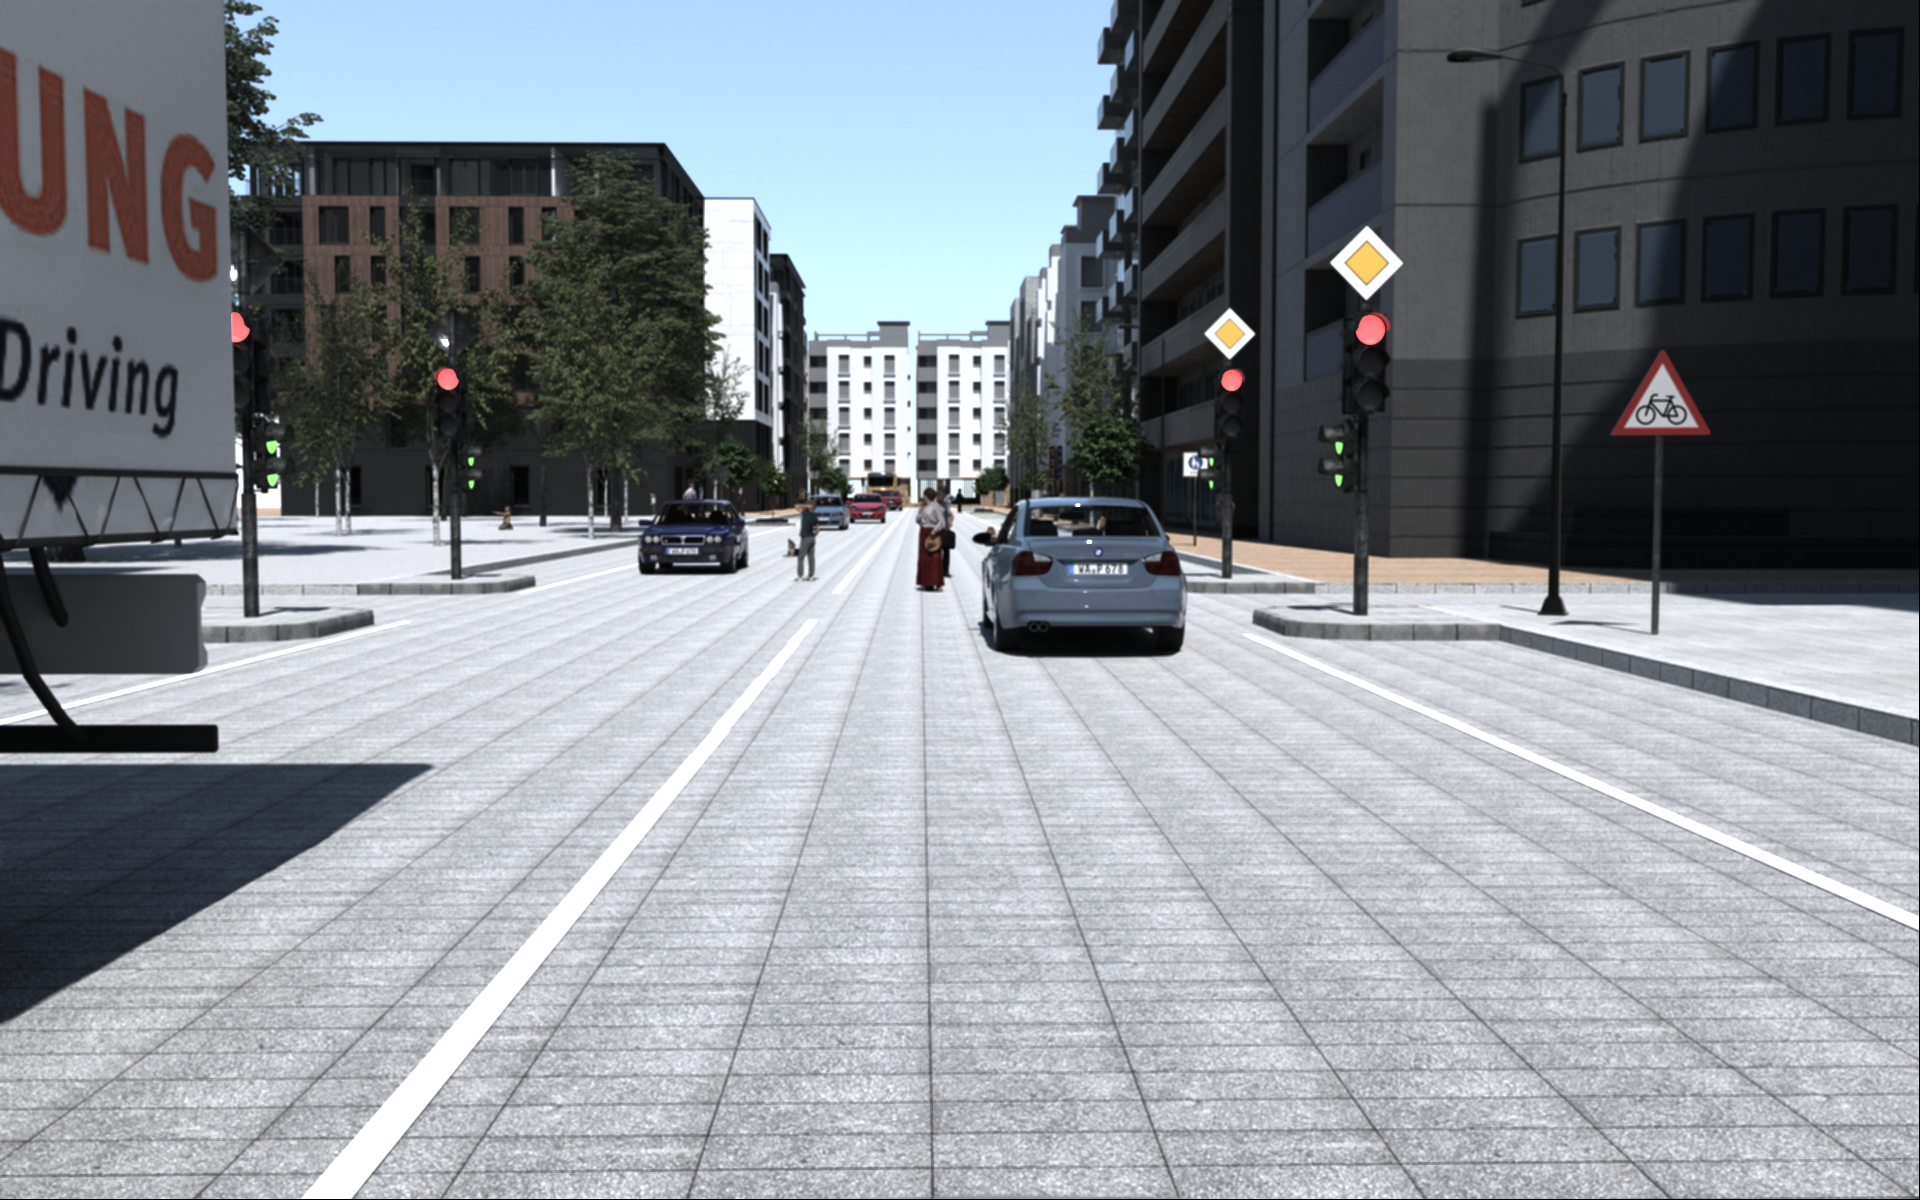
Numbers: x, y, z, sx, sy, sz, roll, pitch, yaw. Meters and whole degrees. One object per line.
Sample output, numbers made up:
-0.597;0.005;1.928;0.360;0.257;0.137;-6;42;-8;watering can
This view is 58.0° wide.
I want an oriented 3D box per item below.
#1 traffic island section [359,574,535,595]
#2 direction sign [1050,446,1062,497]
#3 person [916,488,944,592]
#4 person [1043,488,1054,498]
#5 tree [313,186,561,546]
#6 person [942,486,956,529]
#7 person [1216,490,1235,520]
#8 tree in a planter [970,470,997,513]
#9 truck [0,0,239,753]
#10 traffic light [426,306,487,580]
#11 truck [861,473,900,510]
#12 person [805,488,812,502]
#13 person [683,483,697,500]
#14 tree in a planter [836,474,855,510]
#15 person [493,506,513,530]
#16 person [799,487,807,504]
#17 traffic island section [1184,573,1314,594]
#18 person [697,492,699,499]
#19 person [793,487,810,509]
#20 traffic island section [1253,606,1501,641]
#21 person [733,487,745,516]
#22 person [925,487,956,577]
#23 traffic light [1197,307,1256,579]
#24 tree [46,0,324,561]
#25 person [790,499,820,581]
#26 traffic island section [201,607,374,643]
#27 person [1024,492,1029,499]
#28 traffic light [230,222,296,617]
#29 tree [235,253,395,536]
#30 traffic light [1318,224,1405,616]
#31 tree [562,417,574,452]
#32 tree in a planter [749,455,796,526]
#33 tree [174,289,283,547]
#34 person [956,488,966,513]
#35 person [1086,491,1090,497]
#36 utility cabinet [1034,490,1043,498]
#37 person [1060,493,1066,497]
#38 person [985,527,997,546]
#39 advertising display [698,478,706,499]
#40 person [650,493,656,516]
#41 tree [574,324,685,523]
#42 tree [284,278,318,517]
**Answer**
-7.599;-0.232;26.070;2.009;0.180;2.903;0;4;-1;traffic island section
4.524;-5.486;81.696;0.379;3.537;0.876;-3;4;-38;direction sign
-0.427;-0.889;25.511;0.387;1.526;0.523;-3;5;-41;person
5.352;-6.176;107.756;1.217;1.736;0.721;0;4;6;person
-12.671;-5.636;42.505;4.737;8.622;4.395;0;3;0;tree
-0.583;-3.266;62.617;0.841;1.734;0.376;1;4;13;person
7.320;-2.345;47.619;0.726;1.435;0.776;1;4;18;person
1.726;-8.001;128.032;1.991;3.239;1.994;0;4;-1;tree in a planter
-3.692;-0.713;0.569;2.839;4.237;11.283;0;4;-1;truck
-7.559;-2.264;25.936;0.839;4.253;0.868;0;4;-1;traffic light
-7.068;-9.896;157.722;3.469;3.379;9.791;0;4;0;truck
-14.077;-9.302;158.115;1.348;1.826;0.705;0;4;-2;person
-10.260;-3.633;66.385;0.436;1.711;0.756;-3;5;-41;person
-10.258;-9.652;155.037;1.991;3.239;1.994;0;4;-1;tree in a planter
-16.355;-2.940;62.042;0.347;0.859;0.695;3;5;44;person
-12.476;-8.046;137.455;0.709;1.838;0.599;-1;4;-12;person
4.079;-0.248;26.334;2.009;0.180;2.903;0;4;-1;traffic island section
-14.234;-5.434;95.591;0.576;1.737;0.504;1;4;11;person
-12.346;-7.905;135.390;1.348;1.812;0.705;0;4;4;person
4.264;0.240;18.351;2.009;0.180;2.903;0;4;-1;traffic island section
-12.856;-5.738;100.658;0.445;1.727;0.742;3;5;43;person
-0.345;-1.173;29.895;0.614;1.554;0.590;-2;4;-34;person
4.039;-2.281;26.219;0.839;4.253;0.868;0;4;-1;traffic light
-17.173;-7.712;32.745;9.857;13.997;8.962;0;3;0;tree
-2.554;-0.985;28.512;0.340;1.345;0.435;2;4;29;person
-7.414;0.257;18.087;2.009;0.180;2.903;0;4;-1;traffic island section
4.557;-6.835;117.434;0.705;1.869;1.348;0;4;6;person
-7.374;-1.776;17.953;0.839;4.253;0.868;0;4;-1;traffic light
-19.088;-6.234;52.284;4.360;8.622;3.978;0;3;0;tree
4.224;-1.793;18.236;0.839;4.253;0.868;0;4;-1;traffic light
-19.442;-8.812;94.445;4.360;8.622;3.978;0;3;0;tree
-8.492;-4.970;78.485;1.991;3.239;1.994;0;4;-1;tree in a planter
-18.841;-5.574;41.503;4.737;8.622;4.395;0;3;0;tree
0.008;-7.694;133.933;0.705;1.869;1.348;-2;4;-31;person
5.835;-4.164;77.358;0.726;1.434;0.776;-1;4;-18;person
4.181;-5.098;92.031;0.318;1.500;1.173;1;4;11;utility cabinet
4.774;-4.339;80.895;0.340;1.345;0.435;1;4;12;person
0.856;-1.743;47.474;0.381;0.543;0.357;2;4;32;person
-10.168;-3.863;68.374;0.123;1.923;0.974;-1;4;-20;advertising display
-17.768;-5.527;100.314;0.435;1.345;0.340;2;4;27;person
-14.490;-7.696;76.199;4.360;8.622;3.978;0;3;0;tree
-20.090;-6.514;56.863;4.737;8.622;4.395;0;3;0;tree
